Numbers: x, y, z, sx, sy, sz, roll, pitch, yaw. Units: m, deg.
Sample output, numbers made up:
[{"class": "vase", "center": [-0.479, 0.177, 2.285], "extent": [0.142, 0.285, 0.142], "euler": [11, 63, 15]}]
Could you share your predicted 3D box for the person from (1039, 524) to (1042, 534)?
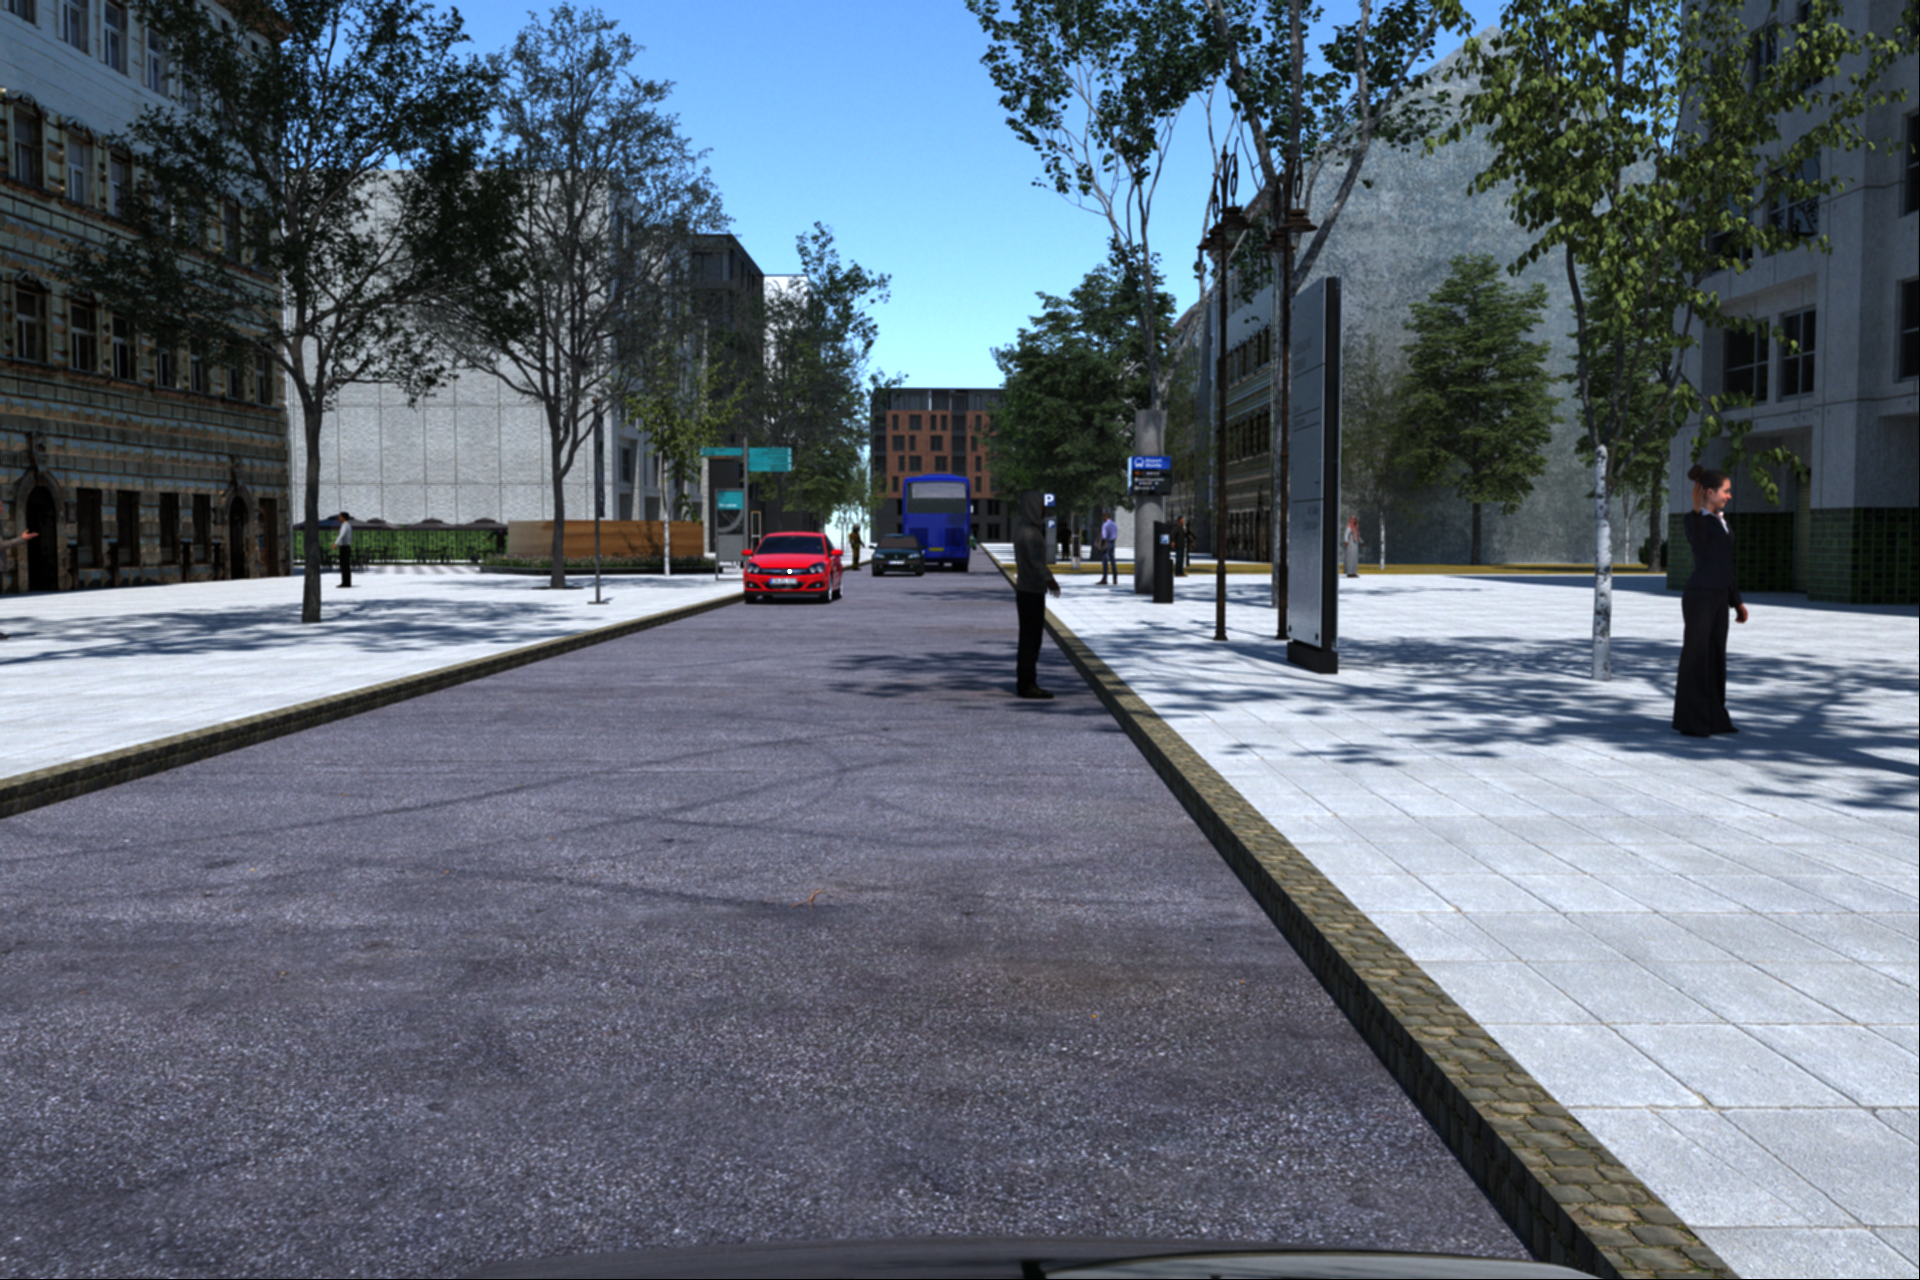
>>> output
[{"class": "person", "center": [3.794, -4.771, 84.131], "extent": [0.704, 1.817, 1.347], "euler": [-1, 4, -9]}]

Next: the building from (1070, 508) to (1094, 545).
[{"class": "building", "center": [23.074, -21.293, 214.589], "extent": [16.747, 18.905, 31.486], "euler": [0, 3, 0]}]

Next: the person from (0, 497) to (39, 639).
[{"class": "person", "center": [-11.691, -0.899, 21.268], "extent": [0.750, 1.759, 0.617], "euler": [-1, 4, -21]}]

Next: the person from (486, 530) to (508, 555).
[{"class": "person", "center": [-21.722, -4.629, 81.911], "extent": [1.346, 1.802, 0.704], "euler": [-2, 4, -24]}]

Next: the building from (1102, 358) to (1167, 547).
[{"class": "building", "center": [23.578, -19.345, 182.741], "extent": [16.747, 18.905, 31.486], "euler": [0, 4, 1]}]

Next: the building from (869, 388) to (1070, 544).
[{"class": "building", "center": [3.594, -24.776, 251.517], "extent": [32.646, 21.610, 27.936], "euler": [0, 4, -5]}]

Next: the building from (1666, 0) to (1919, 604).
[{"class": "building", "center": [24.543, -9.612, 23.621], "extent": [16.747, 18.905, 31.486], "euler": [0, 4, 0]}]

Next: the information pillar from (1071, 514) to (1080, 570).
[{"class": "information pillar", "center": [4.173, -3.538, 62.341], "extent": [0.304, 2.012, 0.304], "euler": [0, 4, 0]}]

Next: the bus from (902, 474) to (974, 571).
[{"class": "bus", "center": [-0.860, -4.793, 69.919], "extent": [2.896, 3.916, 12.251], "euler": [0, 3, 0]}]

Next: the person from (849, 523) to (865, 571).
[{"class": "person", "center": [-4.051, -3.649, 67.887], "extent": [0.705, 1.858, 1.354], "euler": [1, 4, 15]}]

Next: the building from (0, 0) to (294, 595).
[{"class": "building", "center": [-29.425, -12.951, 42.685], "extent": [19.493, 23.208, 18.063], "euler": [0, 4, 0]}]

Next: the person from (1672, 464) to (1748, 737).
[{"class": "person", "center": [4.743, -0.247, 10.885], "extent": [0.445, 1.727, 0.742], "euler": [1, 4, 18]}]

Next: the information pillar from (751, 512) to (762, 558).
[{"class": "information pillar", "center": [-6.639, -3.181, 56.502], "extent": [0.304, 2.012, 0.304], "euler": [0, 4, 1]}]

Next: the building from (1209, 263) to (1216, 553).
[{"class": "building", "center": [21.587, -15.673, 112.667], "extent": [16.016, 20.090, 11.380], "euler": [0, 4, 1]}]

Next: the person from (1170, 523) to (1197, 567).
[{"class": "person", "center": [8.754, -3.734, 67.766], "extent": [1.216, 1.740, 0.721], "euler": [-1, 4, -20]}]

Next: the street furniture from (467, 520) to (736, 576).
[{"class": "street furniture", "center": [-12.619, -3.049, 56.713], "extent": [9.812, 1.723, 11.010], "euler": [-2, 4, -34]}]

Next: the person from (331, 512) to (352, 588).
[{"class": "person", "center": [-14.797, -2.167, 41.586], "extent": [0.704, 1.810, 1.344], "euler": [0, 4, -5]}]

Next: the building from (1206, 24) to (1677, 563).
[{"class": "building", "center": [22.943, -15.495, 84.278], "extent": [19.493, 23.208, 18.063], "euler": [0, 3, 0]}]

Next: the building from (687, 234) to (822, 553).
[{"class": "building", "center": [-25.942, -17.772, 134.545], "extent": [27.936, 21.610, 32.646], "euler": [0, 4, 0]}]

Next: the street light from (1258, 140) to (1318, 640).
[{"class": "street light", "center": [3.922, -2.942, 20.885], "extent": [0.468, 5.910, 1.993], "euler": [0, 4, 1]}]

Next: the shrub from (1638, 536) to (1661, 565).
[{"class": "shrub", "center": [28.211, -3.655, 70.868], "extent": [1.383, 1.207, 1.383], "euler": [0, 3, 0]}]

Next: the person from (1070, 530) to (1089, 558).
[{"class": "person", "center": [6.296, -5.258, 91.940], "extent": [1.349, 1.833, 0.705], "euler": [-3, 5, -40]}]

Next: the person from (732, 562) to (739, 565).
[{"class": "person", "center": [-9.319, -3.824, 71.797], "extent": [0.991, 1.433, 0.599], "euler": [-1, 4, -20]}]

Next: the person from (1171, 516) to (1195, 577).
[{"class": "person", "center": [6.644, -2.813, 52.058], "extent": [0.705, 1.821, 1.348], "euler": [2, 4, 35]}]

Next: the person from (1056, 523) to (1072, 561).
[{"class": "person", "center": [5.017, -4.695, 82.898], "extent": [1.346, 1.812, 0.704], "euler": [-2, 4, -35]}]

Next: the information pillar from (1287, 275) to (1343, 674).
[{"class": "information pillar", "center": [3.385, -1.545, 16.584], "extent": [0.184, 3.620, 1.656], "euler": [0, 4, 0]}]

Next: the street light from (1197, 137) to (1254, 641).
[{"class": "street light", "center": [3.146, -2.932, 20.733], "extent": [0.468, 5.910, 1.993], "euler": [0, 4, 0]}]

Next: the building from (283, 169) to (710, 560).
[{"class": "building", "center": [-25.281, -14.287, 100.049], "extent": [16.747, 18.905, 31.486], "euler": [0, 4, 0]}]

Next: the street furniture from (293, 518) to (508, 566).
[{"class": "street furniture", "center": [-32.991, -4.003, 70.475], "extent": [27.439, 1.986, 14.083], "euler": [1, 4, 14]}]

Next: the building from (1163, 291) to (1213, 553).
[{"class": "building", "center": [25.126, -17.968, 124.711], "extent": [19.493, 23.208, 18.063], "euler": [0, 4, 0]}]

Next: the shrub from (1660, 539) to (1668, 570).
[{"class": "shrub", "center": [25.424, -3.112, 61.999], "extent": [1.383, 1.207, 1.383], "euler": [0, 3, 0]}]

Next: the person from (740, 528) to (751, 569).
[{"class": "person", "center": [-7.982, -3.575, 64.387], "extent": [1.347, 1.837, 0.705], "euler": [-3, 4, -39]}]

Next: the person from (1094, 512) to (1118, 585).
[{"class": "person", "center": [3.649, -2.310, 43.681], "extent": [0.709, 1.838, 0.599], "euler": [-3, 5, -44]}]

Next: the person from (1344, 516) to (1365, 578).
[{"class": "person", "center": [11.612, -2.754, 51.173], "extent": [0.704, 1.811, 1.347], "euler": [2, 4, 35]}]

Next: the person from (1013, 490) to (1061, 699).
[{"class": "person", "center": [0.653, -0.404, 15.196], "extent": [0.705, 1.813, 1.348], "euler": [0, 4, -7]}]

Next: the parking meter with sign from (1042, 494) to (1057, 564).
[{"class": "parking meter with sign", "center": [3.844, -4.742, 73.792], "extent": [0.543, 3.016, 1.738], "euler": [0, 4, -1]}]
